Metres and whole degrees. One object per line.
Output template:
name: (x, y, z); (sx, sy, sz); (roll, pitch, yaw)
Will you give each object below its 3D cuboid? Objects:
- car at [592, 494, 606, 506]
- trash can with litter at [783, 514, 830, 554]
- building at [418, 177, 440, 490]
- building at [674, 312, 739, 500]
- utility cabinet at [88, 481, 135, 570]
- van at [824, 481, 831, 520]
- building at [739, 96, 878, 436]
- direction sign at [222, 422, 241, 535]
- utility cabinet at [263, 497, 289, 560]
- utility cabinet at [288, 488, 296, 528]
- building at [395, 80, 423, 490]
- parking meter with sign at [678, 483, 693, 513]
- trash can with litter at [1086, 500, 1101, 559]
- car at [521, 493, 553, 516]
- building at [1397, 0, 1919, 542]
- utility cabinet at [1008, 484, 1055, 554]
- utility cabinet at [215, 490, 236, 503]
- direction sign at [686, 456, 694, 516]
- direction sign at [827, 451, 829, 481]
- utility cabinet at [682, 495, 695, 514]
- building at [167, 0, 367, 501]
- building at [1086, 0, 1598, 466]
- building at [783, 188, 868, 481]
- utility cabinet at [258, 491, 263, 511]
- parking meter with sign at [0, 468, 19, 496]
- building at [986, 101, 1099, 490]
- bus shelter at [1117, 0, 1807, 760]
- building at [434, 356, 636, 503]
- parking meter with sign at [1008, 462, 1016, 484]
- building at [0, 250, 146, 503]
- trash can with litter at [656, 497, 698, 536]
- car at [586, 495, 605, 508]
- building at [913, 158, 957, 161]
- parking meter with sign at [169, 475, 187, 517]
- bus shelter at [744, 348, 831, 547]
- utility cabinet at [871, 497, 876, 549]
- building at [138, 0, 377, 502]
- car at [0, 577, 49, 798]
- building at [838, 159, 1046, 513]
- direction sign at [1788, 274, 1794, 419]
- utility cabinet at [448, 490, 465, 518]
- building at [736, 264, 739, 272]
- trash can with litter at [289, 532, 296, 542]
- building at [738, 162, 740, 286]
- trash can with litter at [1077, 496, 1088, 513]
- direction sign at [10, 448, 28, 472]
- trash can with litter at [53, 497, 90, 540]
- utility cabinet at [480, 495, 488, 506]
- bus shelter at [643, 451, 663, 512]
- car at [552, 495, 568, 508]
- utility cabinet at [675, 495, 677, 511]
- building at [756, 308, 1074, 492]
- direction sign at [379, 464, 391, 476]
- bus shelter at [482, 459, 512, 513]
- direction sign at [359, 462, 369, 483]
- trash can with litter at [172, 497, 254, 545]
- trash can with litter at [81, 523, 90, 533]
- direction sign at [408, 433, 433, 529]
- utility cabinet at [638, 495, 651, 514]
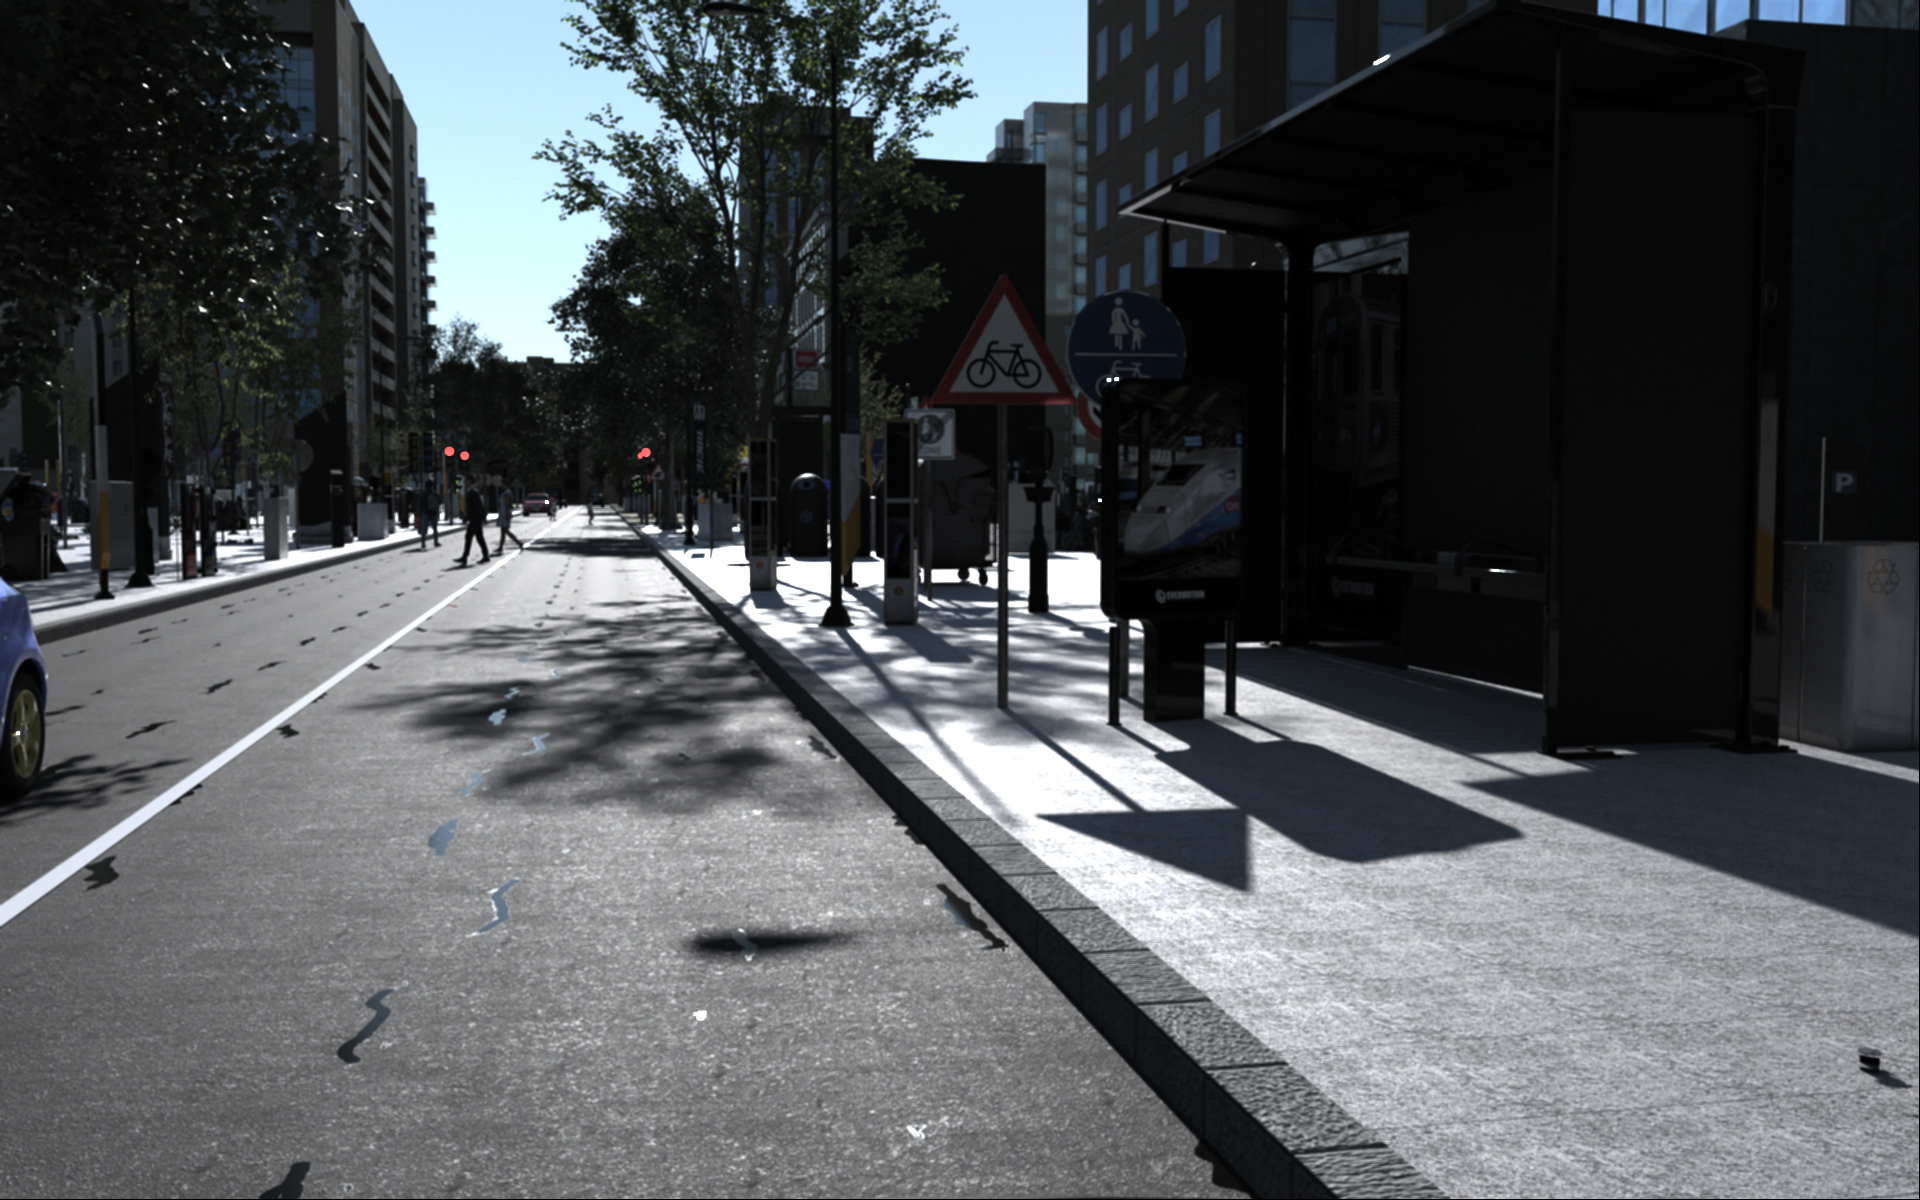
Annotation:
car: (-44.418, -12.251, 212.095); (2.131, 1.459, 4.920); (-1, 4, -12)
trash can with litter: (-3.401, -1.645, 37.947); (1.678, 1.210, 2.233); (2, 4, 34)
building: (-91.125, -38.575, 250.310); (30.456, 49.044, 23.786); (-1, 4, -12)
building: (-40.071, -29.666, 256.745); (14.107, 30.474, 14.160); (-1, 4, -12)
utility cabinet: (-14.257, -1.260, 29.272); (0.318, 1.500, 1.173); (0, 3, 0)
van: (-6.277, -4.426, 76.753); (5.245, 2.365, 2.240); (-1, 4, -13)
building: (-17.324, -33.380, 195.876); (14.600, 45.320, 14.200); (-1, 4, -12)
direction sign: (-22.998, -3.838, 54.754); (0.379, 3.537, 0.876); (1, 4, 11)
utility cabinet: (-13.502, -1.407, 34.166); (0.306, 1.237, 1.020); (-1, 4, -12)
utility cabinet: (-24.592, -3.402, 64.300); (0.318, 1.500, 1.173); (-3, 4, -38)
building: (-72.924, -34.972, 195.488); (21.600, 48.544, 21.300); (-1, 4, -12)
parking meter with sign: (-18.136, -7.302, 115.651); (1.738, 3.016, 0.543); (0, 4, -8)
trash can with litter: (2.967, -1.392, 34.141); (0.624, 1.170, 1.055); (2, 4, 29)
car: (-27.626, -6.383, 113.408); (2.155, 1.783, 4.494); (-1, 4, -10)
building: (22.602, -43.180, 18.663); (22.319, 86.520, 31.000); (-1, 4, -12)
utility cabinet: (1.427, -1.730, 36.957); (1.173, 1.500, 0.318); (1, 4, 14)
utility cabinet: (-40.868, -5.358, 96.286); (1.173, 1.500, 0.318); (-3, 5, -40)
direction sign: (-15.879, -6.796, 103.110); (0.876, 3.537, 0.379); (0, 4, -7)
direction sign: (-6.910, -6.050, 90.906); (0.379, 3.537, 0.876); (-1, 4, -10)
utility cabinet: (-16.949, -5.972, 108.800); (1.020, 1.237, 0.306); (1, 4, 10)
building: (-60.947, -30.766, 153.129); (14.600, 45.320, 14.200); (-1, 4, -12)
building: (12.589, -24.679, 53.611); (14.600, 45.320, 14.200); (-1, 4, -12)
building: (-7.062, -21.151, 143.075); (12.463, 27.353, 25.104); (-1, 4, -12)
utility cabinet: (-52.559, -7.475, 130.892); (1.173, 1.500, 0.318); (0, 4, 2)
parking meter with sign: (-27.555, -3.285, 49.973); (1.738, 3.016, 0.543); (-1, 4, -16)
building: (19.100, -36.297, 213.063); (30.456, 49.044, 23.786); (-1, 4, -12)
bus shelter: (2.751, -1.232, 11.434); (1.731, 3.624, 6.357); (-1, 4, -12)
building: (-62.571, -25.355, 259.590); (28.899, 21.520, 27.650); (-1, 4, -12)
parking meter with sign: (2.774, -5.992, 94.229); (0.543, 3.016, 1.738); (1, 4, 21)
building: (-98.070, -39.641, 190.136); (28.212, 58.520, 21.231); (-1, 4, -12)
trash can with litter: (-8.359, -2.608, 53.701); (1.678, 1.210, 2.233); (-2, 4, -31)
car: (-38.397, -10.388, 182.424); (1.945, 1.354, 3.894); (-1, 4, -11)
building: (-3.720, -32.419, 213.647); (14.086, 41.232, 14.154); (-1, 4, -12)
parking meter with sign: (-44.499, -6.283, 98.980); (1.738, 3.016, 0.543); (1, 4, 21)
bus shelter: (-4.444, -4.144, 45.391); (2.179, 5.291, 8.768); (-1, 4, -12)
utility cabinet: (-1.835, -1.806, 40.692); (1.020, 1.237, 0.306); (0, 4, 6)
building: (-67.938, -33.428, 170.257); (21.300, 48.544, 21.600); (-1, 4, -12)
car: (-4.986, 0.171, 6.799); (1.945, 1.707, 3.694); (-1, 4, -12)
building: (-1.864, -17.965, 123.407); (12.332, 23.373, 15.834); (-1, 4, -12)
direction sign: (8.164, -1.594, 18.060); (0.876, 3.537, 0.379); (1, 4, 17)
utility cabinet: (-27.012, -5.174, 93.278); (1.173, 1.500, 0.318); (0, 4, 0)
building: (-23.316, -35.323, 269.411); (23.993, 40.220, 32.217); (-1, 4, -12)
trash can with litter: (-17.373, -2.132, 46.250); (1.055, 1.170, 0.624); (0, 4, -5)
building: (-19.825, -32.195, 209.988); (14.154, 41.232, 14.086); (-1, 4, -12)
trash can with litter: (7.750, -6.097, 110.750); (1.678, 1.210, 2.233); (2, 4, 30)
direction sign: (-49.436, -6.062, 91.115); (0.876, 3.537, 0.379); (0, 4, 3)
trash can with litter: (-25.468, -2.306, 48.762); (1.678, 1.210, 2.233); (-1, 4, -18)
utility cabinet: (-31.312, -6.185, 112.284); (1.020, 1.237, 0.306); (0, 4, 4)
bus shelter: (-21.199, -8.760, 120.853); (2.179, 5.291, 8.768); (-1, 4, -12)
car: (-42.038, -10.328, 181.438); (1.945, 1.354, 3.894); (-1, 4, -12)
utility cabinet: (-16.542, -5.407, 99.566); (0.306, 1.237, 1.020); (0, 4, 2)
building: (-5.651, -20.265, 176.365); (27.650, 21.520, 28.899); (-1, 4, -12)
direction sign: (-43.843, -8.567, 132.060); (0.876, 3.537, 0.379); (-2, 4, -32)
bus shelter: (-31.786, -7.817, 119.091); (1.731, 3.624, 6.357); (-1, 4, -12)
direction sign: (-42.421, -8.033, 123.340); (0.379, 3.537, 0.876); (2, 4, 24)
trash can with litter: (-18.719, -2.021, 44.106); (2.233, 1.210, 1.678); (1, 4, 11)
trash can with litter: (-28.617, -2.823, 57.542); (0.624, 1.170, 1.055); (1, 4, 21)
direction sign: (-19.867, -4.396, 63.870); (0.876, 3.537, 0.379); (0, 4, -1)
utility cabinet: (-20.406, -6.167, 111.988); (0.306, 1.237, 1.020); (-3, 5, -42)
